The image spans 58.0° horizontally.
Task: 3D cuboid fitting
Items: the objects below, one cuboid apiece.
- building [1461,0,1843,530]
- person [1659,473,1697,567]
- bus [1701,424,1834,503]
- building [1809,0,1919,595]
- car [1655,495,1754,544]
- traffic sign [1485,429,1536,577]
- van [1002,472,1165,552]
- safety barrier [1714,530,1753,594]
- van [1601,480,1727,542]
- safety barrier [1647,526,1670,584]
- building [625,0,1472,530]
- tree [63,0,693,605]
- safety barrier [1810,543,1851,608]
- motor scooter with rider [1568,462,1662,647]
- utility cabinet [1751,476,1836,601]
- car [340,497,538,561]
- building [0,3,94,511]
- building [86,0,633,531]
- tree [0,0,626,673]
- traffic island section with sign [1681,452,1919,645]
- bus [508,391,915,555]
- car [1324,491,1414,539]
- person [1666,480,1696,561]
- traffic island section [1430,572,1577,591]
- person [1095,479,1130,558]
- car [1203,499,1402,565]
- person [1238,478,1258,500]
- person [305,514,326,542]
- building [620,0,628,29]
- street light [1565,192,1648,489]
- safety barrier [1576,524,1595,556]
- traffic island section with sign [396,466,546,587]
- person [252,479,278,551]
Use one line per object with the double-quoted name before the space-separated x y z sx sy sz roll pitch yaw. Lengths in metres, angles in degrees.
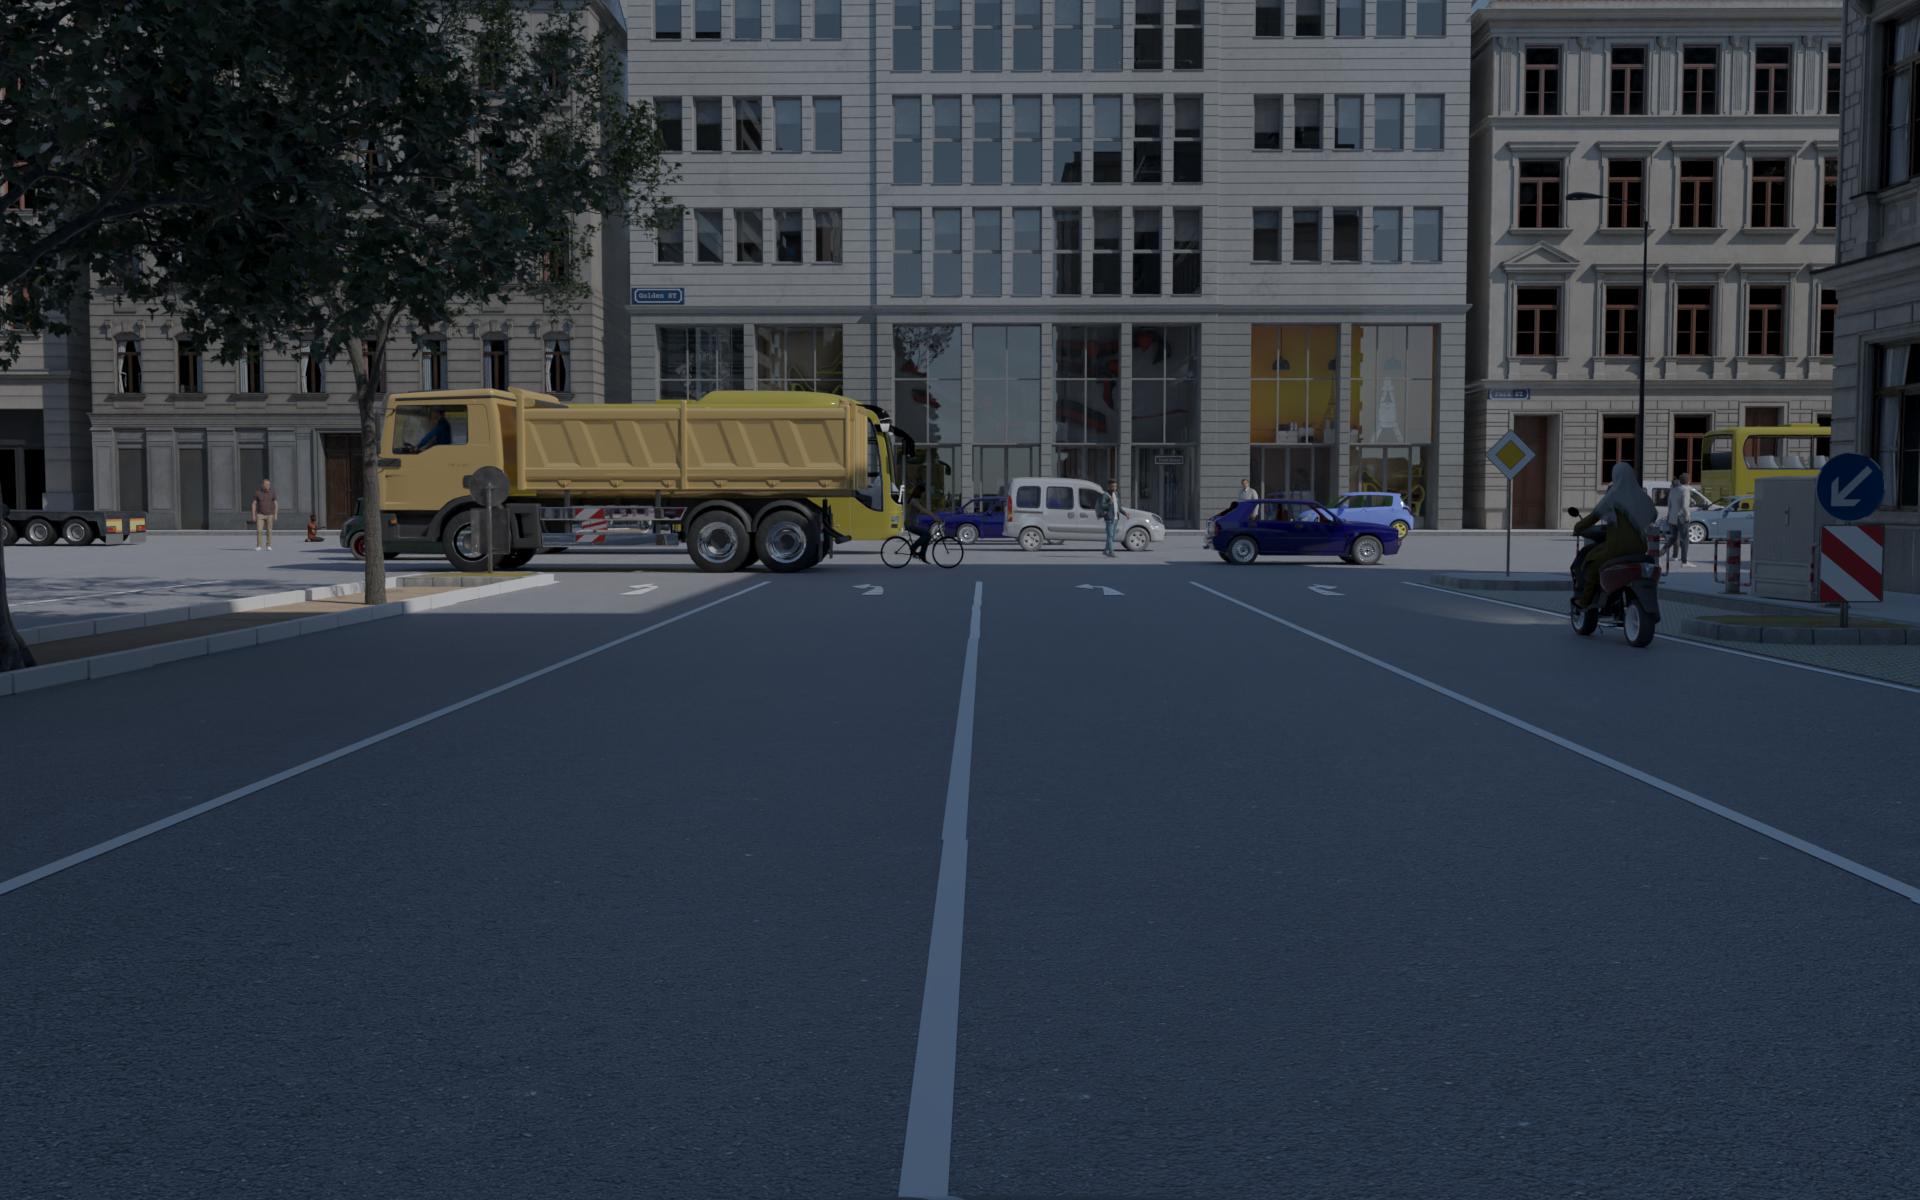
"building" 28.622 -14.060 66.039 21.152 22.565 11.583 0 4 1
"person" 14.023 -1.563 33.905 0.795 1.843 0.661 0 4 -6
"bus" 30.591 -3.944 56.035 12.252 3.916 2.896 0 4 0
"building" 16.835 -9.209 15.200 10.561 19.102 19.286 0 4 1
"car" 22.553 -2.343 50.306 4.499 1.417 2.014 0 4 2
"traffic sign" 8.513 -1.420 26.862 0.795 2.450 0.064 0 4 1
"van" 3.126 -2.249 43.782 4.112 2.044 2.013 0 4 0
"safety barrier" 9.909 -0.484 22.193 0.300 0.817 1.120 0 4 1
"van" 21.823 -2.804 52.864 4.112 2.044 2.013 0 4 1
"safety barrier" 9.948 -0.647 24.857 0.300 0.817 1.120 0 4 1
"building" 3.144 -17.649 66.046 29.804 29.767 11.434 0 4 1
"tree" -7.502 -5.228 22.354 8.767 10.594 7.601 0 4 1
"safety barrier" 9.868 -0.322 19.535 0.300 0.817 1.120 0 4 1
"motor scooter with rider" 6.389 -0.481 16.830 0.876 1.779 1.986 0 3 0
"utility cabinet" 10.062 -0.750 20.942 0.318 1.500 1.173 -1 4 -9
"car" -11.414 -1.724 37.971 4.222 1.686 2.009 0 3 0
"building" -43.137 -17.180 68.283 23.554 28.519 14.401 0 4 1
"building" -21.589 -13.200 64.977 18.267 20.994 9.793 0 4 1
"tree" -7.879 -5.758 13.604 9.611 12.733 9.660 0 3 0
"traffic island section with sign" 8.387 -0.529 17.282 1.989 1.847 2.006 0 4 1
"bus" -7.259 -3.080 41.902 12.252 3.916 2.896 0 4 0
"car" 12.572 -2.801 55.380 3.694 1.707 1.945 0 3 0
"person" 15.391 -1.706 37.115 0.841 1.734 0.376 -2 4 -31
"traffic island section" 8.537 -0.285 26.939 2.009 0.180 2.903 0 4 1
"person" 3.406 -1.847 39.047 0.721 1.781 0.623 2 4 28
"car" 7.000 -1.405 35.555 3.894 1.354 1.945 0 4 1
"person" 7.567 -2.268 45.422 0.795 1.843 0.661 -3 5 -44
"person" -19.269 -2.146 51.868 0.655 0.850 0.859 0 4 4
"building" -32.553 -36.387 136.921 21.231 58.520 28.212 0 4 1
"street light" 10.005 -3.318 26.788 1.470 5.913 1.316 0 4 1
"safety barrier" 9.993 -0.809 27.503 0.300 0.817 1.120 0 4 1
"traffic island section with sign" -7.625 -1.180 27.434 2.006 1.907 1.989 0 4 1
"person" -17.645 -2.160 43.947 0.598 1.807 0.434 -1 4 -14
